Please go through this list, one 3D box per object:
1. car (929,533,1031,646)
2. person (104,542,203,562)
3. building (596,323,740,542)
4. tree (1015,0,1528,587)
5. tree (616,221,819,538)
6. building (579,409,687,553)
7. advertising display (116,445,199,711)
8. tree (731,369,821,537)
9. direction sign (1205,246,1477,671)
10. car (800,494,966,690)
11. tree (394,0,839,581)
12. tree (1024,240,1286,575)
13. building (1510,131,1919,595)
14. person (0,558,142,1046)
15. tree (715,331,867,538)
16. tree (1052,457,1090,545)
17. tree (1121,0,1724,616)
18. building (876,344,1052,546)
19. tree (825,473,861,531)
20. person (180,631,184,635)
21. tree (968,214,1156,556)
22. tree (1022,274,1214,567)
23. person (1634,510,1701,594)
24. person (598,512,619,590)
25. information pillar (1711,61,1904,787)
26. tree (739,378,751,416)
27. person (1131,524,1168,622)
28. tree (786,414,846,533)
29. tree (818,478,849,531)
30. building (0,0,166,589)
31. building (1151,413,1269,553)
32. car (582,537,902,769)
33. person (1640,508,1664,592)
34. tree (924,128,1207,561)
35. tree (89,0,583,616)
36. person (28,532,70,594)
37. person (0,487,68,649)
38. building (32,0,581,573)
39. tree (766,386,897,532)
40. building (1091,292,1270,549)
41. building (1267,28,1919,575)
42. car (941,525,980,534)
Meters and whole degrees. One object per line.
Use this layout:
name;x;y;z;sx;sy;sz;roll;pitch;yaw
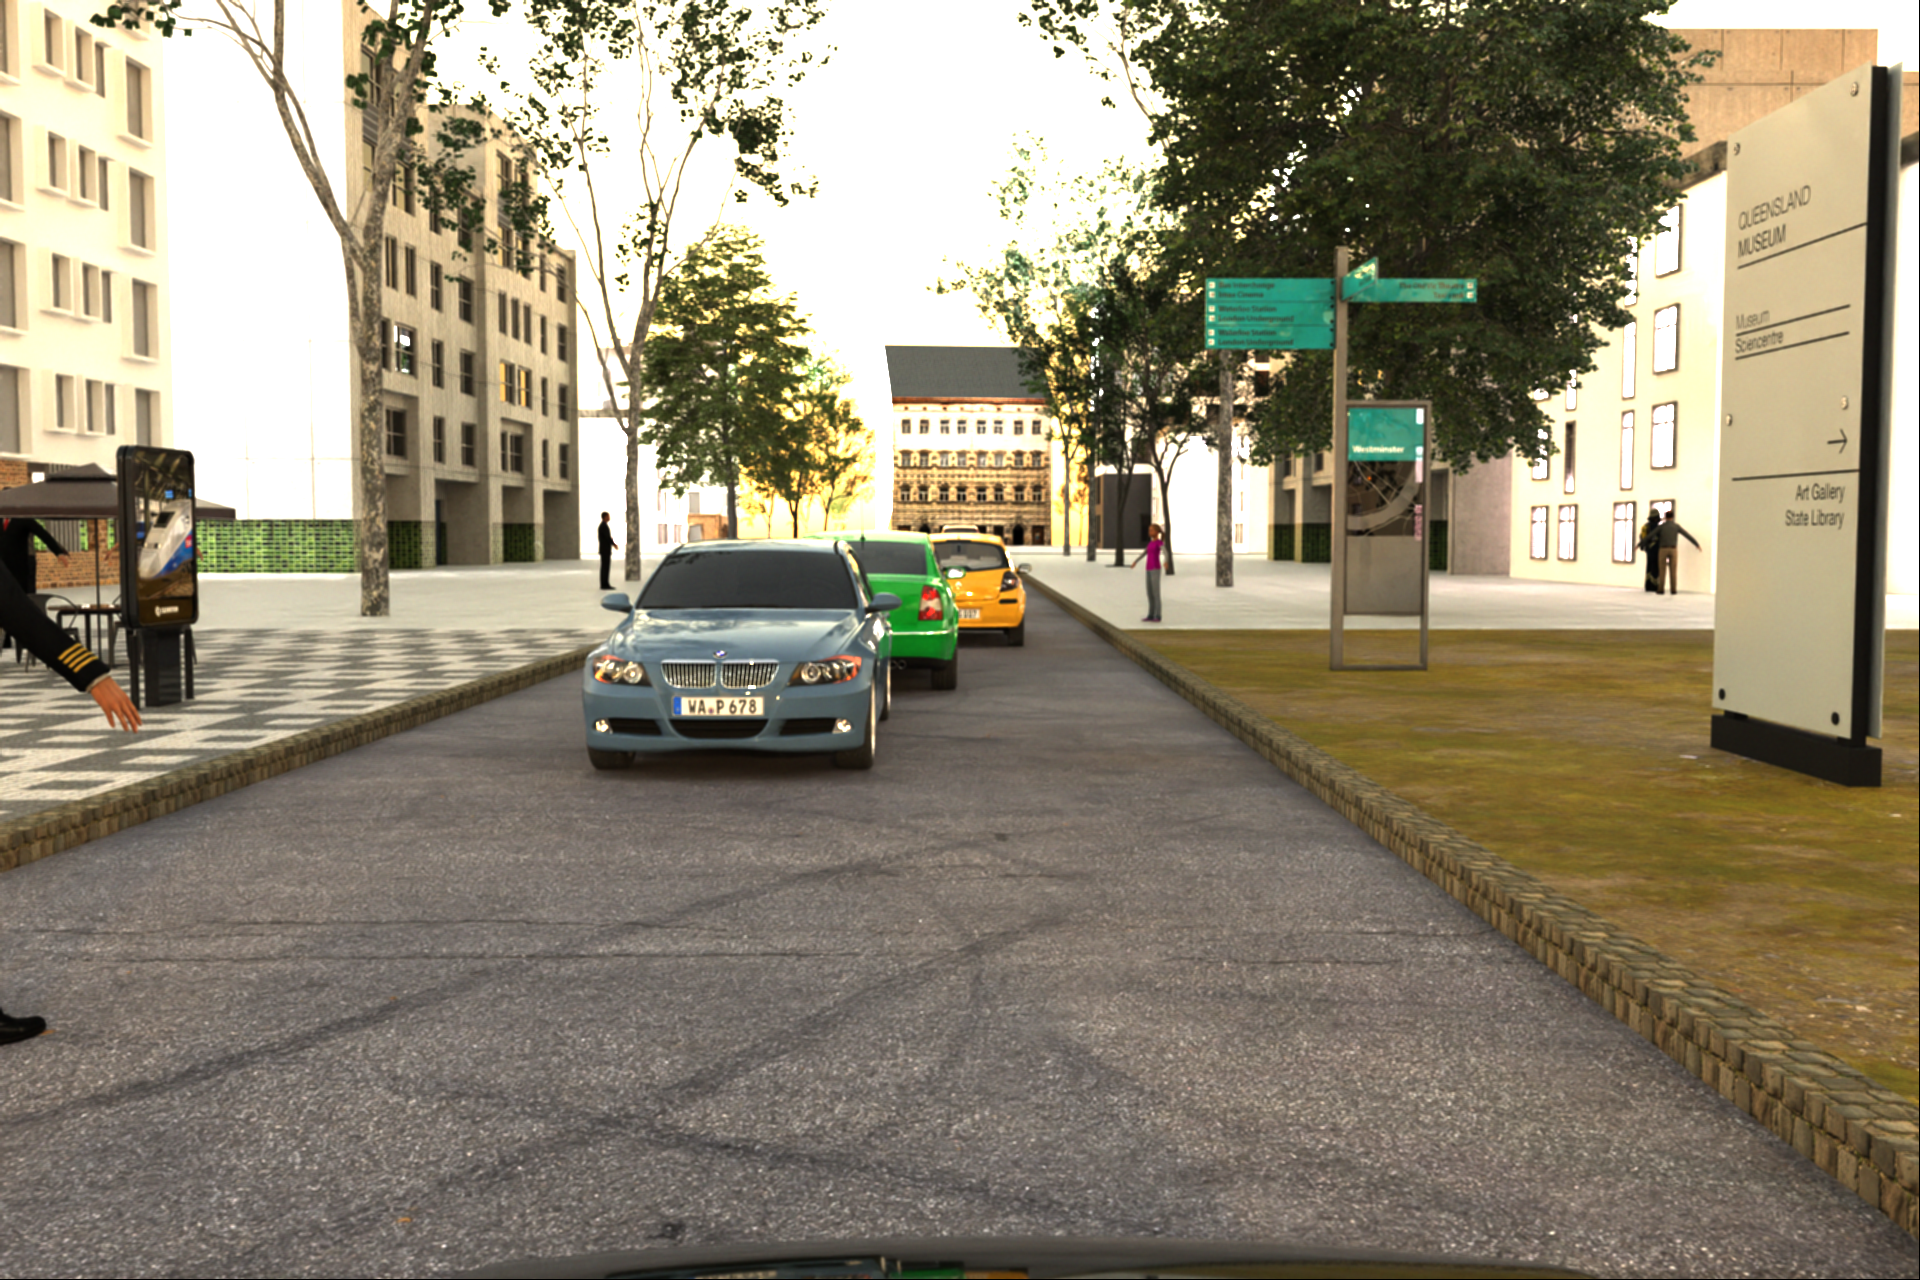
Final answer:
car;-0.015;-0.815;23.543;2.015;1.641;3.980;0;3;0
person;-11.396;-1.143;24.549;1.347;1.847;0.705;0;4;-5
building;-26.633;-18.350;156.439;16.016;20.090;11.380;0;4;1
tree;7.700;-11.306;40.735;12.611;20.169;13.585;0;3;0
tree;-8.795;-8.894;63.545;7.486;12.596;7.792;0;3;0
building;-24.963;-11.502;130.213;9.099;9.664;28.070;0;4;1
advertising display;-5.996;-0.475;12.981;0.123;1.923;0.974;0;4;1
tree;-8.351;-7.590;74.451;4.360;8.622;3.978;0;3;0
direction sign;3.554;-1.644;15.647;2.525;3.948;1.411;0;4;-1
car;-0.914;-0.519;17.286;1.959;1.807;4.718;0;4;0
tree;-9.355;-11.765;48.239;12.611;20.169;13.585;0;3;0
tree;6.505;-7.327;54.216;8.767;10.594;7.601;-1;4;-14
building;20.721;-5.819;37.292;9.099;9.664;28.070;0;3;0
person;-2.865;0.215;4.877;1.347;1.837;0.705;2;4;25
tree;-8.611;-9.994;89.152;9.928;11.665;9.643;0;3;0
tree;13.934;-16.000;196.019;7.601;10.594;8.767;0;4;6
tree;6.967;-7.354;26.900;9.857;13.997;8.962;0;3;0
building;0.134;-22.457;200.563;18.063;23.208;19.493;0;4;-7
tree;-13.217;-14.981;195.304;4.737;8.622;4.395;0;3;0
person;-10.091;-0.981;22.179;0.704;1.843;1.345;-2;4;-34
tree;7.746;-15.014;101.362;12.611;20.169;13.585;0;3;0
tree;6.461;-8.699;67.980;9.928;11.665;9.643;0;3;0
person;15.135;-1.881;37.024;1.348;1.796;0.705;1;4;15
person;-8.177;-2.070;40.075;0.704;1.802;1.346;-2;4;-26
information pillar;4.597;-1.112;9.499;0.184;3.620;1.656;0;4;0
tree;-25.925;-20.895;197.520;12.611;20.169;13.585;0;3;0
person;2.780;-0.982;25.316;0.599;1.433;0.991;-2;4;-24
tree;-9.119;-9.198;100.747;4.360;8.622;3.978;0;3;0
tree;-14.397;-15.319;200.833;4.737;8.622;4.395;0;3;0
building;-26.353;-10.844;33.721;16.016;20.090;11.380;0;3;0
building;20.558;-11.668;132.920;9.099;9.664;28.070;0;4;0
car;-1.396;-0.005;12.092;2.014;1.417;4.499;0;4;0
person;15.493;-2.008;38.616;0.705;1.856;1.354;-1;4;-8
tree;5.175;-13.827;81.960;12.611;20.169;13.585;0;3;0
tree;-10.515;-10.481;27.248;12.611;20.169;13.585;0;3;0
person;-15.362;-1.365;28.449;1.348;1.813;0.705;0;4;-5
person;-10.624;-0.807;19.378;1.347;1.806;0.705;0;4;-1
building;-27.844;-12.550;71.646;16.747;18.905;31.486;0;4;1
tree;-8.486;-10.672;108.904;8.767;10.594;7.601;-1;4;-21
building;26.001;-19.511;162.971;27.936;21.610;32.646;0;4;0
building;23.629;-12.409;69.340;16.747;18.905;31.486;0;4;0
car;0.012;-4.013;74.284;2.281;1.827;5.304;0;4;-1
